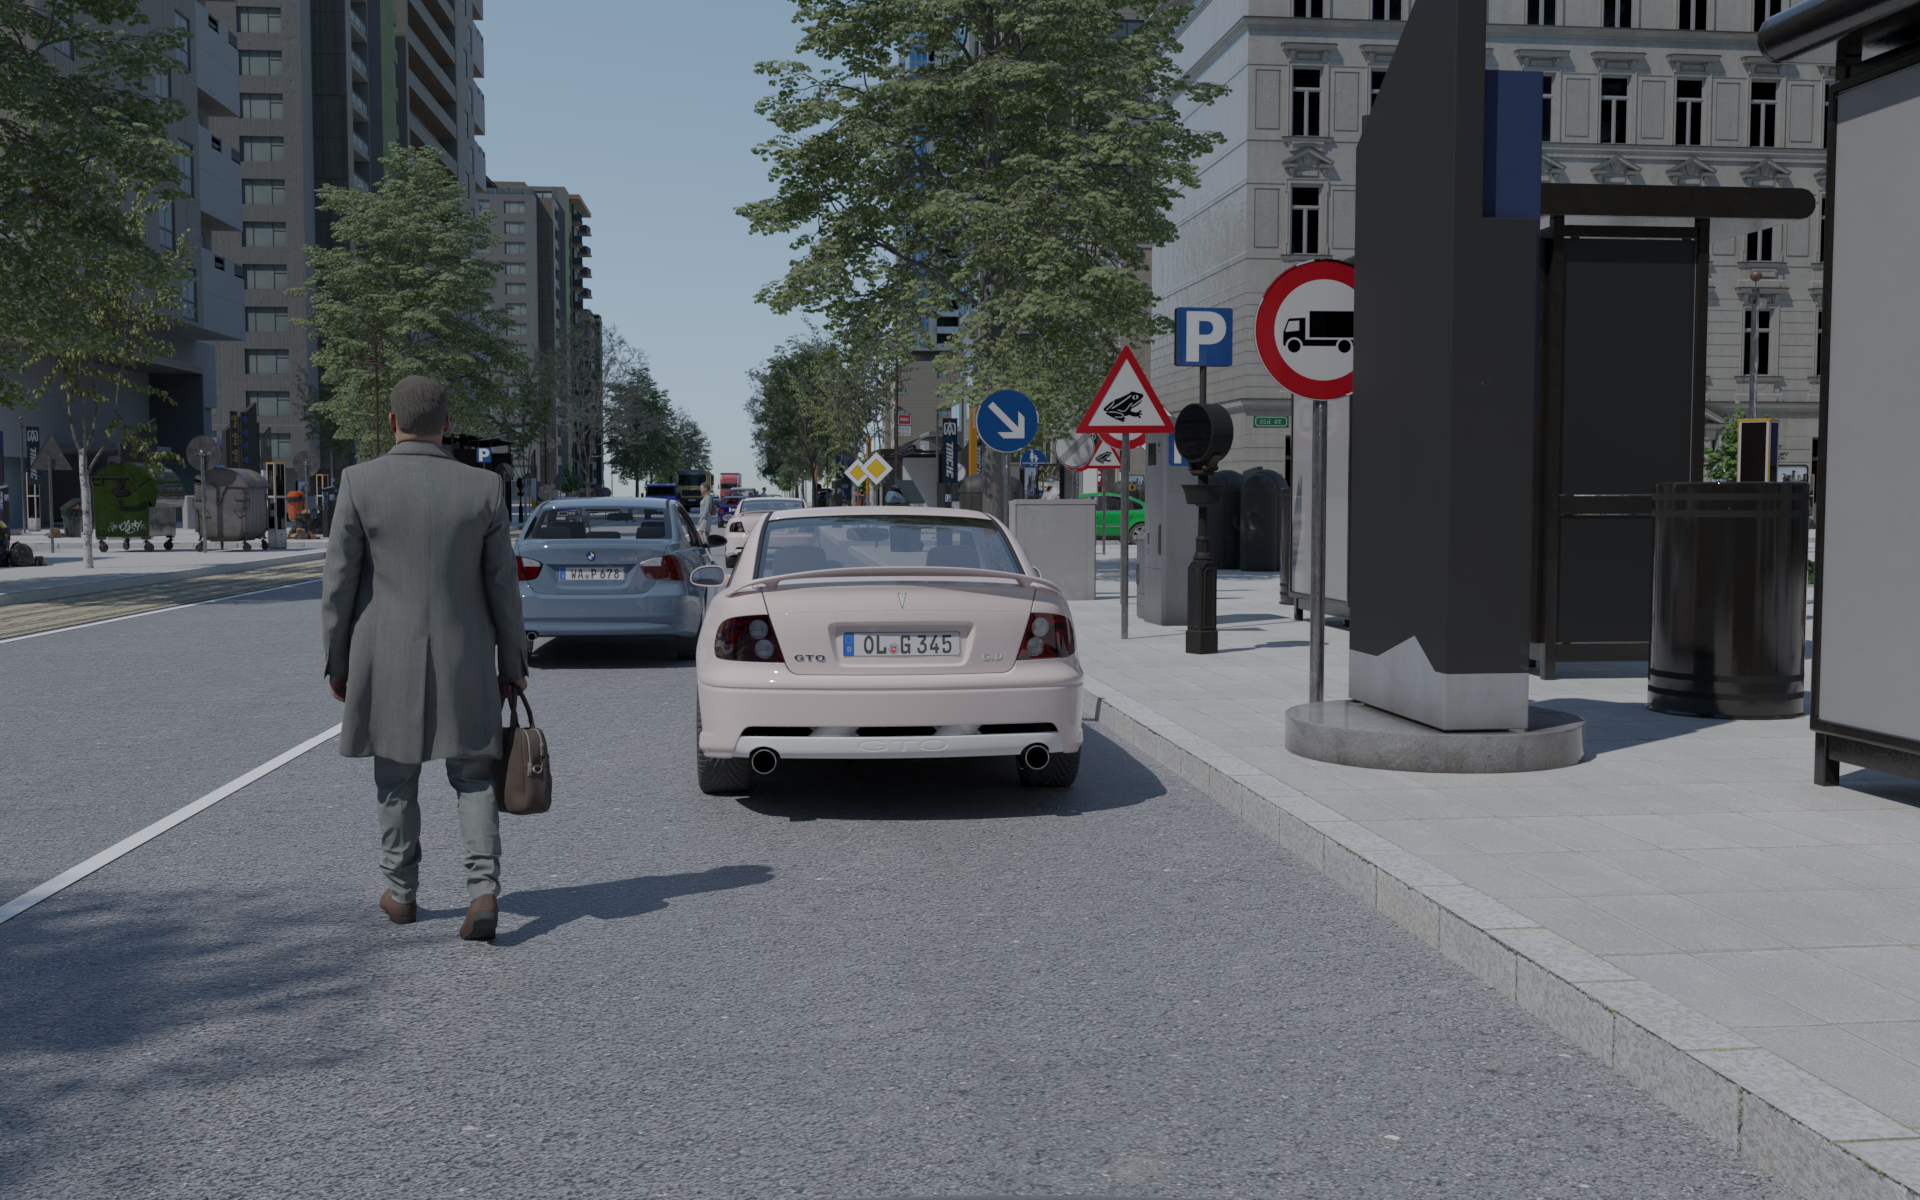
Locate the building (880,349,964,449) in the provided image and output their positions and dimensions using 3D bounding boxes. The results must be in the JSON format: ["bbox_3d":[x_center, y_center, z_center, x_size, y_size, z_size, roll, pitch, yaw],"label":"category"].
[{"bbox_3d":[3.749,-24.200,240.716,27.650,21.520,28.899,0,4,-6],"label":"building"}]

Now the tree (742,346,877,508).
[{"bbox_3d":[-9.167,-10.674,108.925,8.767,10.594,7.601,-2,4,-29],"label":"tree"}]

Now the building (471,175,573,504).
[{"bbox_3d":[-58.020,-33.005,223.231,14.154,41.232,14.086,0,4,-6],"label":"building"}]

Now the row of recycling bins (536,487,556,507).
[{"bbox_3d":[-22.920,-5.414,95.634,1.069,1.692,3.534,0,4,-6],"label":"row of recycling bins"}]

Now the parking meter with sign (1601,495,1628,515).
[{"bbox_3d":[13.356,-2.386,35.274,0.543,3.016,1.738,1,4,11],"label":"parking meter with sign"}]

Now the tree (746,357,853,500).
[{"bbox_3d":[-13.842,-14.739,151.349,12.009,13.543,11.850,0,3,0],"label":"tree"}]

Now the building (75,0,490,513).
[{"bbox_3d":[-57.447,-34.534,153.862,28.713,52.752,27.495,0,4,-6],"label":"building"}]

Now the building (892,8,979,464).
[{"bbox_3d":[-1.714,-58.442,268.197,22.319,86.520,31.000,0,4,-6],"label":"building"}]

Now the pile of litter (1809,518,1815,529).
[{"bbox_3d":[31.003,-3.033,63.558,1.176,0.858,1.719,-1,4,-12],"label":"pile of litter"}]

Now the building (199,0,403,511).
[{"bbox_3d":[-44.179,-26.077,109.953,14.154,41.232,14.086,0,4,-6],"label":"building"}]

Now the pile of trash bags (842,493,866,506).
[{"bbox_3d":[-4.734,-4.255,79.315,1.912,1.369,3.447,0,4,-3],"label":"pile of trash bags"}]

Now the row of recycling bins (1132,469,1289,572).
[{"bbox_3d":[4.446,-1.405,30.091,1.069,1.692,3.534,-2,4,-27],"label":"row of recycling bins"}]

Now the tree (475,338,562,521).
[{"bbox_3d":[-20.740,-8.045,81.893,4.737,8.622,4.395,0,3,0],"label":"tree"}]

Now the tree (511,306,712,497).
[{"bbox_3d":[-24.616,-12.456,114.025,12.009,13.543,11.850,0,3,0],"label":"tree"}]

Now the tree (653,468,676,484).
[{"bbox_3d":[-33.917,-13.167,198.988,4.285,4.588,4.351,0,3,0],"label":"tree"}]

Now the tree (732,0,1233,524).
[{"bbox_3d":[0.380,-6.641,26.715,7.486,12.596,7.792,0,3,0],"label":"tree"}]

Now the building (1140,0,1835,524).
[{"bbox_3d":[31.028,-18.224,74.373,44.131,29.872,17.030,0,4,-6],"label":"building"}]

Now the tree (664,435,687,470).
[{"bbox_3d":[-35.830,-16.006,212.059,4.737,8.622,4.395,0,3,0],"label":"tree"}]

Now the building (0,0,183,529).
[{"bbox_3d":[-46.504,-29.416,70.190,28.713,52.752,27.495,0,4,-6],"label":"building"}]

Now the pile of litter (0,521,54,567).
[{"bbox_3d":[-17.056,-1.019,30.634,1.719,0.858,1.176,-1,4,-10],"label":"pile of litter"}]

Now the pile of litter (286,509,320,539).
[{"bbox_3d":[-18.909,-2.165,49.370,1.176,0.858,1.719,-3,5,-42],"label":"pile of litter"}]

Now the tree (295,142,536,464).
[{"bbox_3d":[-17.753,-8.439,56.111,7.486,12.596,7.792,0,3,0],"label":"tree"}]

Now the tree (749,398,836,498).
[{"bbox_3d":[-16.663,-15.833,175.882,9.611,12.733,9.660,0,3,0],"label":"tree"}]

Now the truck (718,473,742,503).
[{"bbox_3d":[-30.636,-14.826,231.325,2.839,4.237,11.283,0,4,-5],"label":"truck"}]

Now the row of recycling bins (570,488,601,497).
[{"bbox_3d":[-25.414,-6.775,117.892,1.069,1.692,3.534,1,4,19],"label":"row of recycling bins"}]

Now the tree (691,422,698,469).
[{"bbox_3d":[-33.363,-16.309,184.779,7.486,12.596,7.792,0,3,0],"label":"tree"}]

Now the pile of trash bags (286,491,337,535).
[{"bbox_3d":[-19.964,-2.758,54.839,1.912,1.369,3.447,1,4,22],"label":"pile of trash bags"}]

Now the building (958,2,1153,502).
[{"bbox_3d":[10.807,-43.288,146.017,20.563,71.187,20.611,0,4,-6],"label":"building"}]

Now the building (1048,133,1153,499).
[{"bbox_3d":[10.044,-15.594,105.875,10.553,20.767,40.483,0,4,-6],"label":"building"}]

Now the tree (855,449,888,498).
[{"bbox_3d":[-4.141,-4.873,74.274,1.663,3.219,1.824,0,3,0],"label":"tree"}]

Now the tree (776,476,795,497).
[{"bbox_3d":[-23.150,-15.115,230.835,4.285,4.588,4.351,0,3,0],"label":"tree"}]

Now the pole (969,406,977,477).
[{"bbox_3d":[0.300,-2.834,40.181,0.158,3.312,0.155,0,3,0],"label":"pole"}]

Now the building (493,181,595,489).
[{"bbox_3d":[-63.828,-36.101,244.882,22.147,44.769,28.867,0,4,-6],"label":"building"}]

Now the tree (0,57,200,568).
[{"bbox_3d":[-14.980,-4.839,29.474,4.737,8.622,4.395,0,3,0],"label":"tree"}]

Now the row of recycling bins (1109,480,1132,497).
[{"bbox_3d":[6.179,-2.719,51.570,3.534,1.692,1.069,0,4,-6],"label":"row of recycling bins"}]

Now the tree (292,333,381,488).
[{"bbox_3d":[-27.043,-7.691,76.109,4.737,8.622,4.395,0,3,0],"label":"tree"}]

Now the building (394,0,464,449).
[{"bbox_3d":[-50.309,-30.975,130.142,21.300,48.544,21.600,0,4,-6],"label":"building"}]

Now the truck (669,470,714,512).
[{"bbox_3d":[-21.292,-8.750,138.989,3.469,3.379,9.791,0,4,-5],"label":"truck"}]

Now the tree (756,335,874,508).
[{"bbox_3d":[-11.479,-14.149,137.988,9.857,13.997,8.962,0,3,0],"label":"tree"}]

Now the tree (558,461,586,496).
[{"bbox_3d":[-22.784,-6.469,100.377,1.663,3.219,1.824,0,3,0],"label":"tree"}]

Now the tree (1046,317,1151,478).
[{"bbox_3d":[5.232,-7.186,67.853,4.360,8.622,3.978,0,3,0],"label":"tree"}]

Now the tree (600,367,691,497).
[{"bbox_3d":[-28.622,-14.434,154.124,7.486,12.596,7.792,0,3,0],"label":"tree"}]

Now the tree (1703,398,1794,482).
[{"bbox_3d":[15.773,-2.491,35.332,1.663,3.219,1.824,0,3,0],"label":"tree"}]

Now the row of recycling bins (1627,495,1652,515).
[{"bbox_3d":[41.682,-5.997,105.168,1.069,1.692,3.534,-2,4,-27],"label":"row of recycling bins"}]

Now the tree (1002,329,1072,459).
[{"bbox_3d":[2.825,-7.536,73.575,4.737,8.622,4.395,0,3,0],"label":"tree"}]

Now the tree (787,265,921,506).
[{"bbox_3d":[-2.982,-6.382,54.702,4.360,8.622,3.978,0,3,0],"label":"tree"}]

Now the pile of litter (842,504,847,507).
[{"bbox_3d":[-5.121,-3.833,76.631,1.719,0.858,1.176,1,4,13],"label":"pile of litter"}]

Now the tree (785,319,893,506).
[{"bbox_3d":[-4.462,-7.252,68.936,4.737,8.622,4.395,0,3,0],"label":"tree"}]

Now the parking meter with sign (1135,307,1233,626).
[{"bbox_3d":[2.130,-1.274,17.088,0.543,3.016,1.738,-1,4,-10],"label":"parking meter with sign"}]

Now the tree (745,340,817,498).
[{"bbox_3d":[-20.110,-21.867,213.411,12.611,20.169,13.585,0,3,0],"label":"tree"}]

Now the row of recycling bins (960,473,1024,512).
[{"bbox_3d":[0.713,-1.727,35.341,1.069,1.692,3.534,1,4,11],"label":"row of recycling bins"}]

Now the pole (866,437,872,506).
[{"bbox_3d":[-3.259,-4.166,61.965,0.158,3.312,0.155,0,3,0],"label":"pole"}]

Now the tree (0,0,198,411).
[{"bbox_3d":[-13.772,-6.364,22.175,7.486,12.596,7.792,0,3,0],"label":"tree"}]

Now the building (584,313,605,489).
[{"bbox_3d":[-62.721,-30.295,267.031,14.160,30.474,14.107,0,4,-6],"label":"building"}]

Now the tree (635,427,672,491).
[{"bbox_3d":[-29.908,-13.260,167.166,4.360,8.622,3.978,0,3,0],"label":"tree"}]

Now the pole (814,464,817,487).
[{"bbox_3d":[-9.634,-7.441,115.501,0.158,3.312,0.155,0,3,0],"label":"pole"}]
